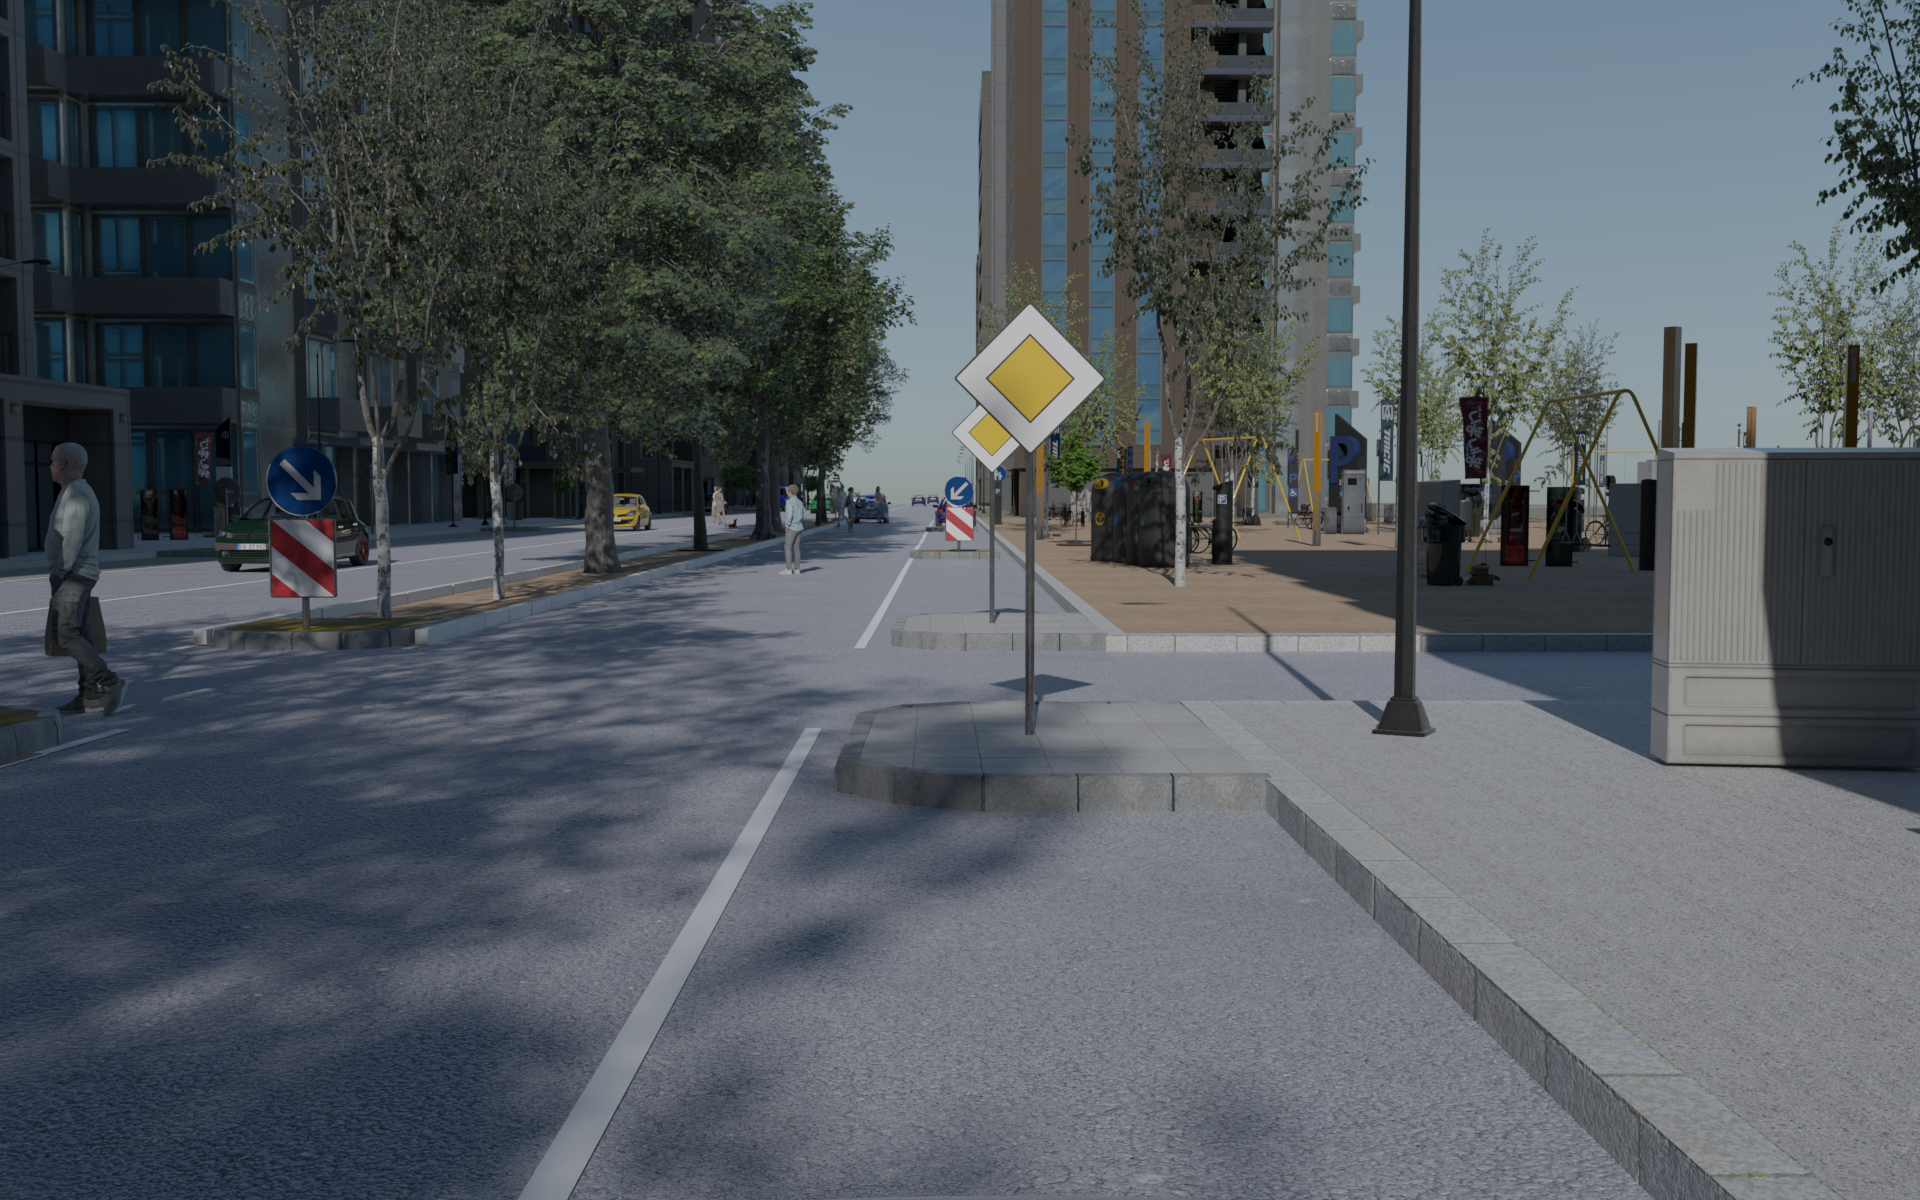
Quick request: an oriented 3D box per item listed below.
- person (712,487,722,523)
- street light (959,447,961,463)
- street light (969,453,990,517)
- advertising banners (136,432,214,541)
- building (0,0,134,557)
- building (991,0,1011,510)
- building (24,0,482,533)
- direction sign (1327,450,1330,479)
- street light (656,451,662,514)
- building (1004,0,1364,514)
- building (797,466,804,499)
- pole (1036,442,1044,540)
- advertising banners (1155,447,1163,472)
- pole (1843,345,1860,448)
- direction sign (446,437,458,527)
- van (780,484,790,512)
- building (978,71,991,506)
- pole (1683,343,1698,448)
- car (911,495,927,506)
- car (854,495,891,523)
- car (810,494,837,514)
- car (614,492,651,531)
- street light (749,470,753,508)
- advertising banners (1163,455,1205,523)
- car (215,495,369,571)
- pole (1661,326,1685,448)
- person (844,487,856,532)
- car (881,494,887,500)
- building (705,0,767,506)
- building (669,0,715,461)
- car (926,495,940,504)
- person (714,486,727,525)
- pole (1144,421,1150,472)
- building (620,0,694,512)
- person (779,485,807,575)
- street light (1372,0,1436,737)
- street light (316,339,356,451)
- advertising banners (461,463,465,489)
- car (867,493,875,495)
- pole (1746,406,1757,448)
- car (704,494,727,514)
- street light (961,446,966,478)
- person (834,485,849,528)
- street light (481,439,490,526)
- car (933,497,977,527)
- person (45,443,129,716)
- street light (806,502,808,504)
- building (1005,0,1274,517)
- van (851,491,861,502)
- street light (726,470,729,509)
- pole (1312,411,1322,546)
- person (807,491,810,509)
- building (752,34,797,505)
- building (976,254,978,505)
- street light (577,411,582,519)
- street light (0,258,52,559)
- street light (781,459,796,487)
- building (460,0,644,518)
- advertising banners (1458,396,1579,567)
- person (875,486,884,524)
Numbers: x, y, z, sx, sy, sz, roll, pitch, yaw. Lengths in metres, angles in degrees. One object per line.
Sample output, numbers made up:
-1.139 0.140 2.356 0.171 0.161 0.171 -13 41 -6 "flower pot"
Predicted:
-11.805 -4.618 84.234 0.478 1.798 0.641 -3 4 -38 "person"
0.862 -10.882 150.465 1.470 5.913 1.316 0 4 0 "street light"
1.299 -7.651 97.637 1.470 5.913 1.316 0 4 0 "street light"
-21.809 -3.182 48.216 2.074 3.025 0.090 -3 4 -39 "advertising banners"
-29.608 -36.437 33.995 20.563 71.187 20.611 0 4 0 "building"
13.205 -37.338 152.477 21.231 58.520 28.212 0 4 0 "building"
-33.178 -27.432 68.118 23.786 49.044 30.456 0 4 0 "building"
19.148 -5.972 89.632 0.379 3.537 0.876 0 4 -5 "direction sign"
-19.001 -8.546 112.263 1.470 5.913 1.316 0 4 0 "street light"
15.165 -30.782 122.902 23.786 49.044 30.456 0 4 0 "building"
-29.211 -36.072 239.886 14.600 45.320 14.200 0 4 0 "building"
2.227 -3.326 48.225 0.158 3.312 0.155 0 3 0 "pole"
7.097 -4.181 64.554 0.090 3.025 2.074 2 4 25 "advertising banners"
12.211 -1.831 23.778 0.158 3.312 0.155 0 3 0 "pole"
-19.666 -4.594 67.115 0.379 3.537 0.876 -3 5 -44 "direction sign"
-15.027 -8.425 142.127 2.240 2.365 5.245 0 4 2 "van"
12.852 -34.697 190.996 21.300 48.544 21.600 0 4 0 "building"
9.884 -1.814 23.498 0.158 3.312 0.155 0 3 0 "pole"
-4.978 -12.043 209.482 1.945 1.354 3.894 0 4 -1 "car"
-4.422 -4.535 86.150 2.014 1.417 4.499 0 4 -1 "car"
-10.038 -7.250 127.337 1.959 1.807 4.718 0 4 -1 "car"
-13.173 -3.512 67.640 2.015 1.641 3.980 0 4 -1 "car"
-19.352 -11.771 164.990 1.470 5.913 1.316 0 4 0 "street light"
9.862 -4.937 76.913 2.074 3.025 0.090 2 4 27 "advertising banners"
-12.792 -1.440 33.332 2.009 1.686 4.222 0 4 0 "car"
8.683 -1.673 21.195 0.158 3.312 0.155 0 3 0 "pole"
-4.089 -3.387 64.876 0.522 1.701 0.512 -1 4 -18 "person"
-10.822 -13.703 233.084 2.155 1.783 4.494 0 4 -1 "car"
-35.612 -36.733 189.824 28.713 52.752 27.495 0 4 0 "building"
-28.617 -30.456 148.065 14.600 45.320 14.200 0 4 0 "building"
-3.860 -14.431 248.519 1.945 1.354 3.894 0 3 0 "car"
-10.977 -4.318 79.441 0.599 1.781 0.374 2 4 24 "person"
5.237 -3.343 48.499 0.158 3.312 0.155 0 3 0 "pole"
-30.516 -42.302 129.890 20.563 71.187 20.611 0 4 0 "building"
-2.981 -1.265 30.998 0.330 1.601 0.589 3 4 38 "person"
1.846 -2.238 9.135 1.470 5.913 1.316 0 4 0 "street light"
-18.665 -4.854 51.908 1.470 5.913 1.316 0 4 0 "street light"
-26.578 -5.749 90.180 2.074 3.025 0.090 1 4 18 "advertising banners"
-9.687 -11.178 192.348 1.945 1.707 3.694 0 4 2 "car"
18.437 -2.849 40.423 0.158 3.312 0.155 0 3 0 "pole"
-17.473 -6.868 122.084 2.009 1.686 4.222 0 3 0 "car"
1.023 -9.818 133.070 1.470 5.913 1.316 0 4 0 "street light"
-4.986 -4.021 74.116 0.818 1.842 0.514 0 4 7 "person"
-18.820 -5.989 70.455 1.470 5.913 1.316 0 4 0 "street light"
-0.201 -3.816 74.977 1.945 1.354 3.894 0 4 -2 "car"
-5.775 -0.148 11.411 0.515 1.767 0.782 -2 4 -24 "person"
-19.700 -14.725 213.292 1.470 5.913 1.316 0 4 0 "street light"
9.807 -27.559 100.693 14.600 45.320 14.200 0 4 0 "building"
-14.093 -13.822 232.998 2.013 2.044 4.112 0 4 -2 "van"
-19.294 -10.691 147.345 1.470 5.913 1.316 0 4 0 "street light"
8.781 -2.979 42.553 0.158 3.312 0.155 0 3 0 "pole"
-14.348 -9.504 164.602 0.721 1.735 1.217 0 4 -2 "person"
-32.443 -41.354 218.136 21.231 58.520 28.212 0 4 0 "building"
8.902 -26.767 209.342 14.160 30.474 14.107 0 4 0 "building"
-18.814 -7.053 87.851 1.470 5.913 1.316 0 4 0 "street light"
-18.587 -3.775 34.268 1.470 5.913 1.316 0 4 0 "street light"
-19.618 -13.650 195.719 1.470 5.913 1.316 0 4 0 "street light"
-31.922 -27.607 105.993 22.147 44.769 28.867 0 4 0 "building"
9.914 -2.117 30.802 2.074 3.025 0.090 1 4 19 "advertising banners"
-3.894 -4.572 83.265 0.388 1.821 0.555 1 4 22 "person"
